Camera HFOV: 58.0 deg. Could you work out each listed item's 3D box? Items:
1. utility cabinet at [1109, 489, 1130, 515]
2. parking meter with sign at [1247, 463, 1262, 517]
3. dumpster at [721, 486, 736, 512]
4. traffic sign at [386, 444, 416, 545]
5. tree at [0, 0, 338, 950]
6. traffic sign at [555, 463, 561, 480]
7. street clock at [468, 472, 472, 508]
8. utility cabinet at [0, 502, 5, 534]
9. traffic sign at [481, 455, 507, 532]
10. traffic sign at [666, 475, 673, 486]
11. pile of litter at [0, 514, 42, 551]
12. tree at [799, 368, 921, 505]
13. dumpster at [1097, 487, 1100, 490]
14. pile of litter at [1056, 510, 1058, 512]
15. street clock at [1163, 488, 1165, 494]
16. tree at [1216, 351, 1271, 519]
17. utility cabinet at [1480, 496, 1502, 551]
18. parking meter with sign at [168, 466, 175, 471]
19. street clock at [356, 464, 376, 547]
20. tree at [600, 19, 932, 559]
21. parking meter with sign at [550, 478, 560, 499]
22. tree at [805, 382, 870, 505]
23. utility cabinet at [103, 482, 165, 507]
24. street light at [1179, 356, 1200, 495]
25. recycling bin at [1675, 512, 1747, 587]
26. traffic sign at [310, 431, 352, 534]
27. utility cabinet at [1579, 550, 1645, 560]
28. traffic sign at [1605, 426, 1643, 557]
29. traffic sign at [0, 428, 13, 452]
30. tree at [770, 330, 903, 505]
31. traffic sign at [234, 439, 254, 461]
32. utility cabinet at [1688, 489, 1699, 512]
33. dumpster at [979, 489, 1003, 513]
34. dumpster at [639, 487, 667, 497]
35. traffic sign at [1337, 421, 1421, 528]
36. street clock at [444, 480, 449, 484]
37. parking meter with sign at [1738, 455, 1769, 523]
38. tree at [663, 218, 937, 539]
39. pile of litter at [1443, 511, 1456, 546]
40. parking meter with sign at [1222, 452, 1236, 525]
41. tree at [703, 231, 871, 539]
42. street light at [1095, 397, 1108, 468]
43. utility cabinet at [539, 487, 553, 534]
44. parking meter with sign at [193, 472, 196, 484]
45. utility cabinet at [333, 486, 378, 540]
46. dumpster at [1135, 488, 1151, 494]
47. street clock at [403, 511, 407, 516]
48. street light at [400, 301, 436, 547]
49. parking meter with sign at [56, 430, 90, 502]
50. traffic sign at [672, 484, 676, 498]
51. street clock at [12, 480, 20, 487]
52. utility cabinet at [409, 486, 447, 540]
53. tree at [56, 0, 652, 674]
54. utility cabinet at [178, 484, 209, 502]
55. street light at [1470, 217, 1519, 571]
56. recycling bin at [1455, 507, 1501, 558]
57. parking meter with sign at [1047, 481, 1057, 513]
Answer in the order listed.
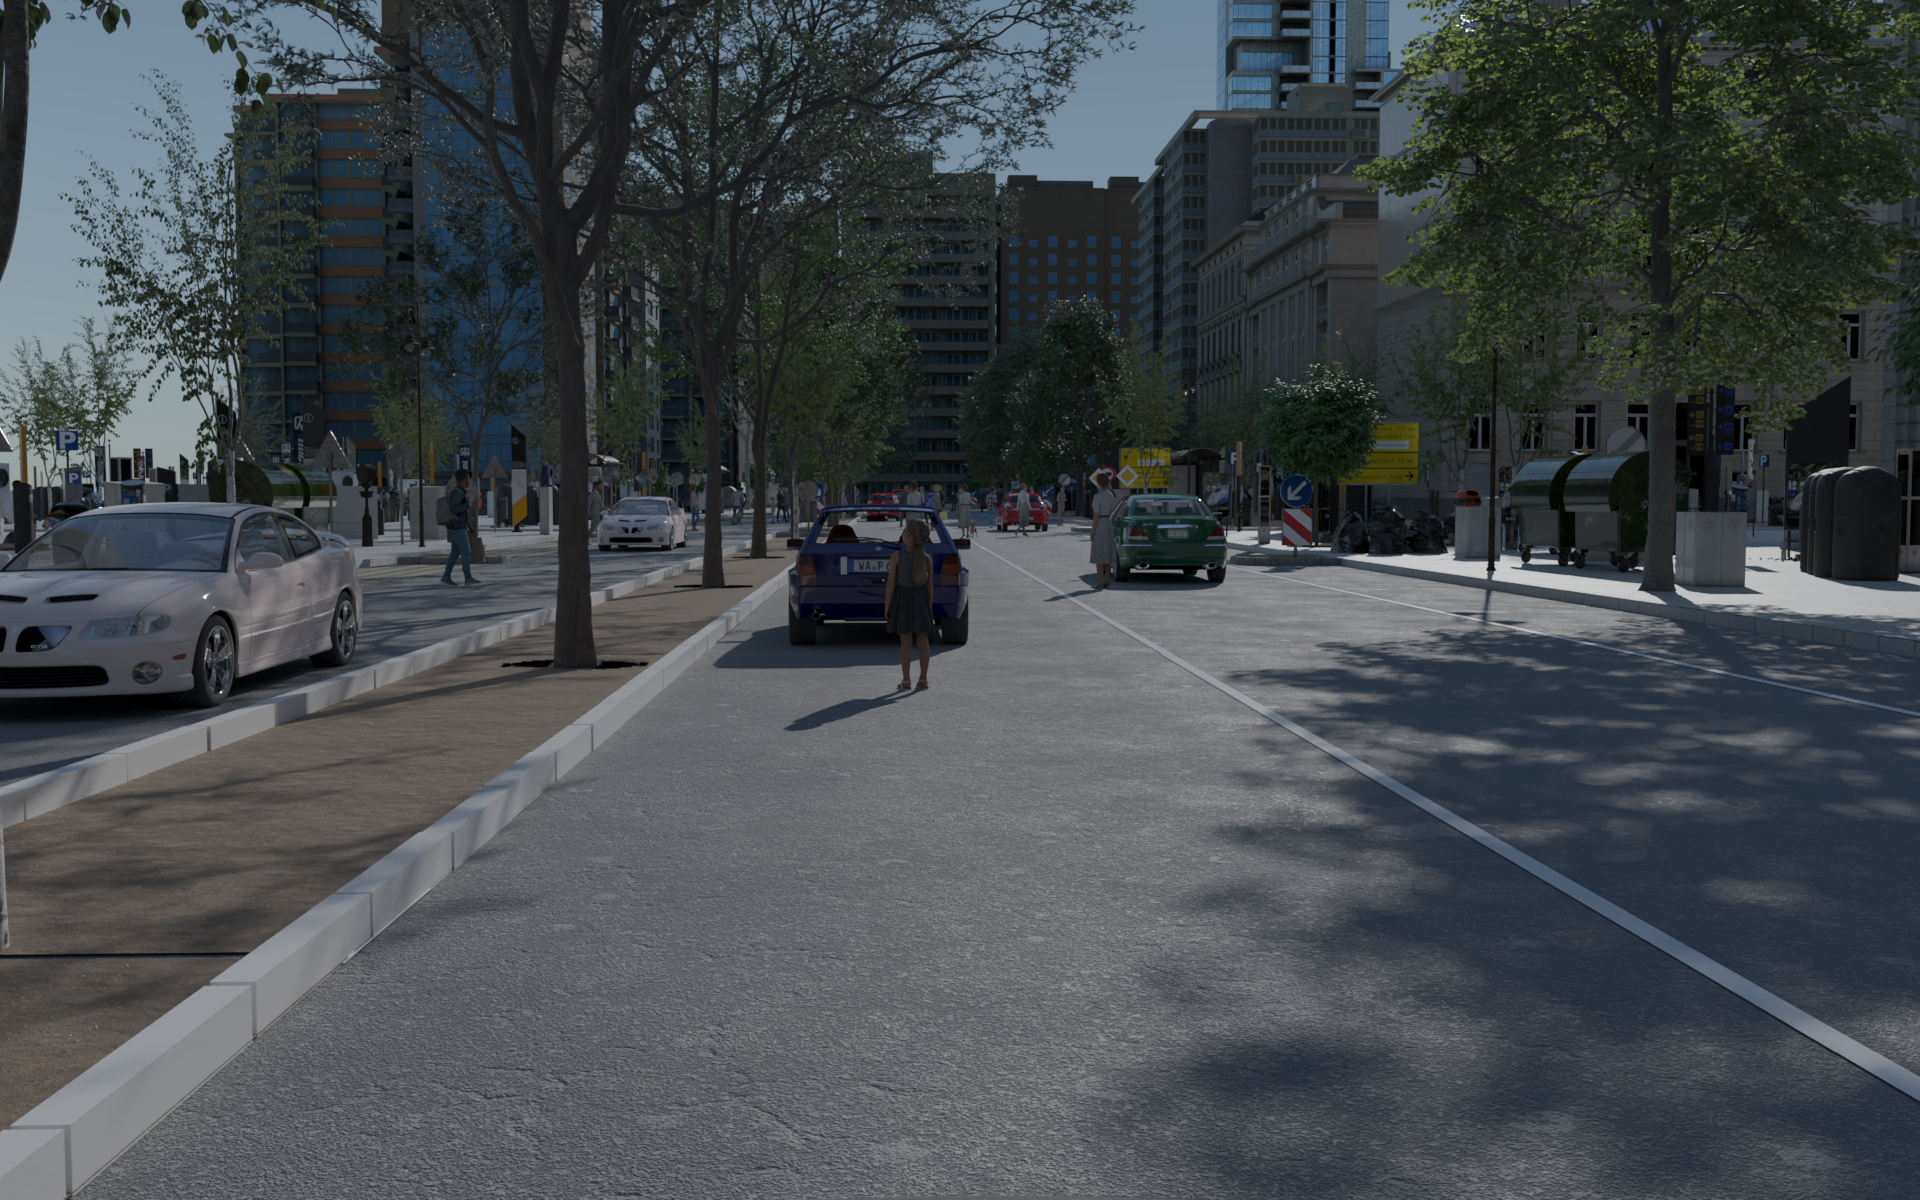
[{"bbox_3d":[7.296,-4.384,80.354,1.173,1.500,0.318,-1,4,-22],"label":"utility cabinet"},{"bbox_3d":[16.160,-6.211,97.813,0.543,3.016,1.738,-3,5,-41],"label":"parking meter with sign"},{"bbox_3d":[-16.960,-7.377,126.368,1.264,1.857,1.865,0,4,-2],"label":"dumpster"},{"bbox_3d":[-14.171,-2.681,43.937,0.768,2.556,0.104,0,4,1],"label":"traffic sign"},{"bbox_3d":[-3.096,-3.216,5.402,4.360,8.622,3.978,0,3,0],"label":"tree"},{"bbox_3d":[-16.049,-4.286,70.179,0.768,2.556,0.104,0,4,7],"label":"traffic sign"},{"bbox_3d":[-16.015,-3.171,56.414,0.358,2.002,0.471,2,4,35],"label":"street clock"},{"bbox_3d":[-30.355,-2.808,54.594,0.318,1.500,1.173,-2,4,-24],"label":"utility cabinet"},{"bbox_3d":[-15.551,-3.537,57.835,0.884,2.594,0.081,0,4,2],"label":"traffic sign"},{"bbox_3d":[-17.340,-6.240,103.215,0.795,2.450,0.064,0,4,0],"label":"traffic sign"},{"bbox_3d":[-21.398,-1.562,39.509,1.719,0.858,1.176,1,4,19],"label":"pile of litter"},{"bbox_3d":[-7.444,-12.162,118.312,9.611,12.733,9.660,0,3,0],"label":"tree"},{"bbox_3d":[8.963,-6.616,113.935,1.264,1.857,1.865,0,4,-2],"label":"dumpster"},{"bbox_3d":[6.440,-6.860,126.129,1.176,0.858,1.719,-2,4,-28],"label":"pile of litter"},{"bbox_3d":[10.296,-5.024,86.719,0.358,2.002,0.471,1,4,16],"label":"street clock"},{"bbox_3d":[14.690,-8.441,88.376,4.737,8.622,4.395,0,3,0],"label":"tree"},{"bbox_3d":[12.158,-1.742,39.643,0.306,1.237,1.020,0,4,8],"label":"utility cabinet"},{"bbox_3d":[-50.307,-6.887,108.864,1.738,3.016,0.543,0,4,6],"label":"parking meter with sign"},{"bbox_3d":[-14.414,-2.294,42.081,0.471,2.002,0.358,2,4,34],"label":"street clock"},{"bbox_3d":[-4.349,-6.714,37.981,9.928,11.665,9.643,0,3,0],"label":"tree"},{"bbox_3d":[-19.584,-5.382,84.263,1.738,3.016,0.543,-2,4,-30],"label":"parking meter with sign"},{"bbox_3d":[-6.208,-8.483,91.508,4.360,8.622,3.978,0,3,0],"label":"tree"},{"bbox_3d":[-14.869,-1.381,31.255,0.318,1.500,1.173,1,4,16],"label":"utility cabinet"},{"bbox_3d":[7.683,-5.214,58.044,0.468,5.910,1.993,0,4,-2],"label":"street light"},{"bbox_3d":[10.539,-0.720,24.323,0.722,1.027,0.722,0,4,0],"label":"recycling bin"},{"bbox_3d":[-12.928,-2.176,35.582,0.884,2.594,0.081,0,4,5],"label":"traffic sign"},{"bbox_3d":[12.489,-1.499,33.187,1.173,1.500,0.318,0,4,6],"label":"utility cabinet"},{"bbox_3d":[12.431,-1.978,32.445,0.768,2.556,0.104,0,4,1],"label":"traffic sign"},{"bbox_3d":[-12.424,-1.343,21.958,0.884,2.594,0.081,0,4,6],"label":"traffic sign"},{"bbox_3d":[-6.866,-10.813,97.378,7.486,12.596,7.792,0,3,0],"label":"tree"},{"bbox_3d":[-16.825,-2.481,40.560,0.884,2.594,0.081,0,4,3],"label":"traffic sign"},{"bbox_3d":[30.290,-3.852,71.656,0.318,1.500,1.173,1,4,13],"label":"utility cabinet"},{"bbox_3d":[2.410,-7.752,134.955,1.865,1.857,1.264,0,4,-4],"label":"dumpster"},{"bbox_3d":[-18.927,-6.367,106.595,1.502,2.255,1.985,0,4,-2],"label":"dumpster"},{"bbox_3d":[11.761,-3.354,48.707,2.265,3.308,0.079,0,4,6],"label":"traffic sign"},{"bbox_3d":[-26.859,-5.264,90.644,0.358,2.002,0.471,-1,4,-19],"label":"street clock"},{"bbox_3d":[34.771,-4.908,76.512,1.738,3.016,0.543,-1,4,-12],"label":"parking meter with sign"},{"bbox_3d":[-5.066,-7.125,53.356,8.767,10.594,7.601,0,4,-2],"label":"tree"},{"bbox_3d":[12.087,-1.775,42.992,1.176,0.858,1.719,-1,4,-21],"label":"pile of litter"},{"bbox_3d":[10.987,-4.626,71.894,0.543,3.016,1.738,-1,4,-20],"label":"parking meter with sign"},{"bbox_3d":[-4.461,-5.771,47.177,4.737,8.622,4.395,0,3,0],"label":"tree"},{"bbox_3d":[6.672,-6.654,81.587,0.468,5.910,1.993,0,4,-2],"label":"street light"},{"bbox_3d":[-13.198,-2.844,55.174,0.318,1.500,1.173,0,4,-8],"label":"utility cabinet"},{"bbox_3d":[-60.433,-8.712,138.701,1.738,3.016,0.543,0,4,-2],"label":"parking meter with sign"},{"bbox_3d":[-16.792,-2.411,48.101,1.173,1.500,0.318,-1,4,-19],"label":"utility cabinet"},{"bbox_3d":[9.191,-5.370,90.286,1.502,2.255,1.985,0,4,-2],"label":"dumpster"},{"bbox_3d":[-32.475,-5.911,101.209,0.358,2.002,0.471,-3,5,-41],"label":"street clock"},{"bbox_3d":[-13.014,-4.216,41.721,0.468,5.910,1.993,0,4,-2],"label":"street light"},{"bbox_3d":[-23.996,-3.090,46.779,0.543,3.016,1.738,-2,4,-32],"label":"parking meter with sign"},{"bbox_3d":[-20.642,-7.638,124.988,0.768,2.556,0.104,0,4,0],"label":"traffic sign"},{"bbox_3d":[-48.386,-5.161,88.949,0.471,2.002,0.358,-3,5,-40],"label":"street clock"},{"bbox_3d":[-14.718,-2.399,47.895,1.173,1.500,0.318,2,4,32],"label":"utility cabinet"},{"bbox_3d":[-3.141,-6.173,13.748,12.009,13.543,11.850,0,3,0],"label":"tree"},{"bbox_3d":[-17.183,-1.818,38.411,0.318,1.500,1.173,3,5,43],"label":"utility cabinet"},{"bbox_3d":[8.882,-3.425,28.786,0.468,5.910,1.993,0,4,-2],"label":"street light"},{"bbox_3d":[10.445,-1.369,34.931,0.722,1.027,0.722,0,4,-2],"label":"recycling bin"},{"bbox_3d":[6.147,-7.406,117.343,0.543,3.016,1.738,-1,4,-13],"label":"parking meter with sign"}]
